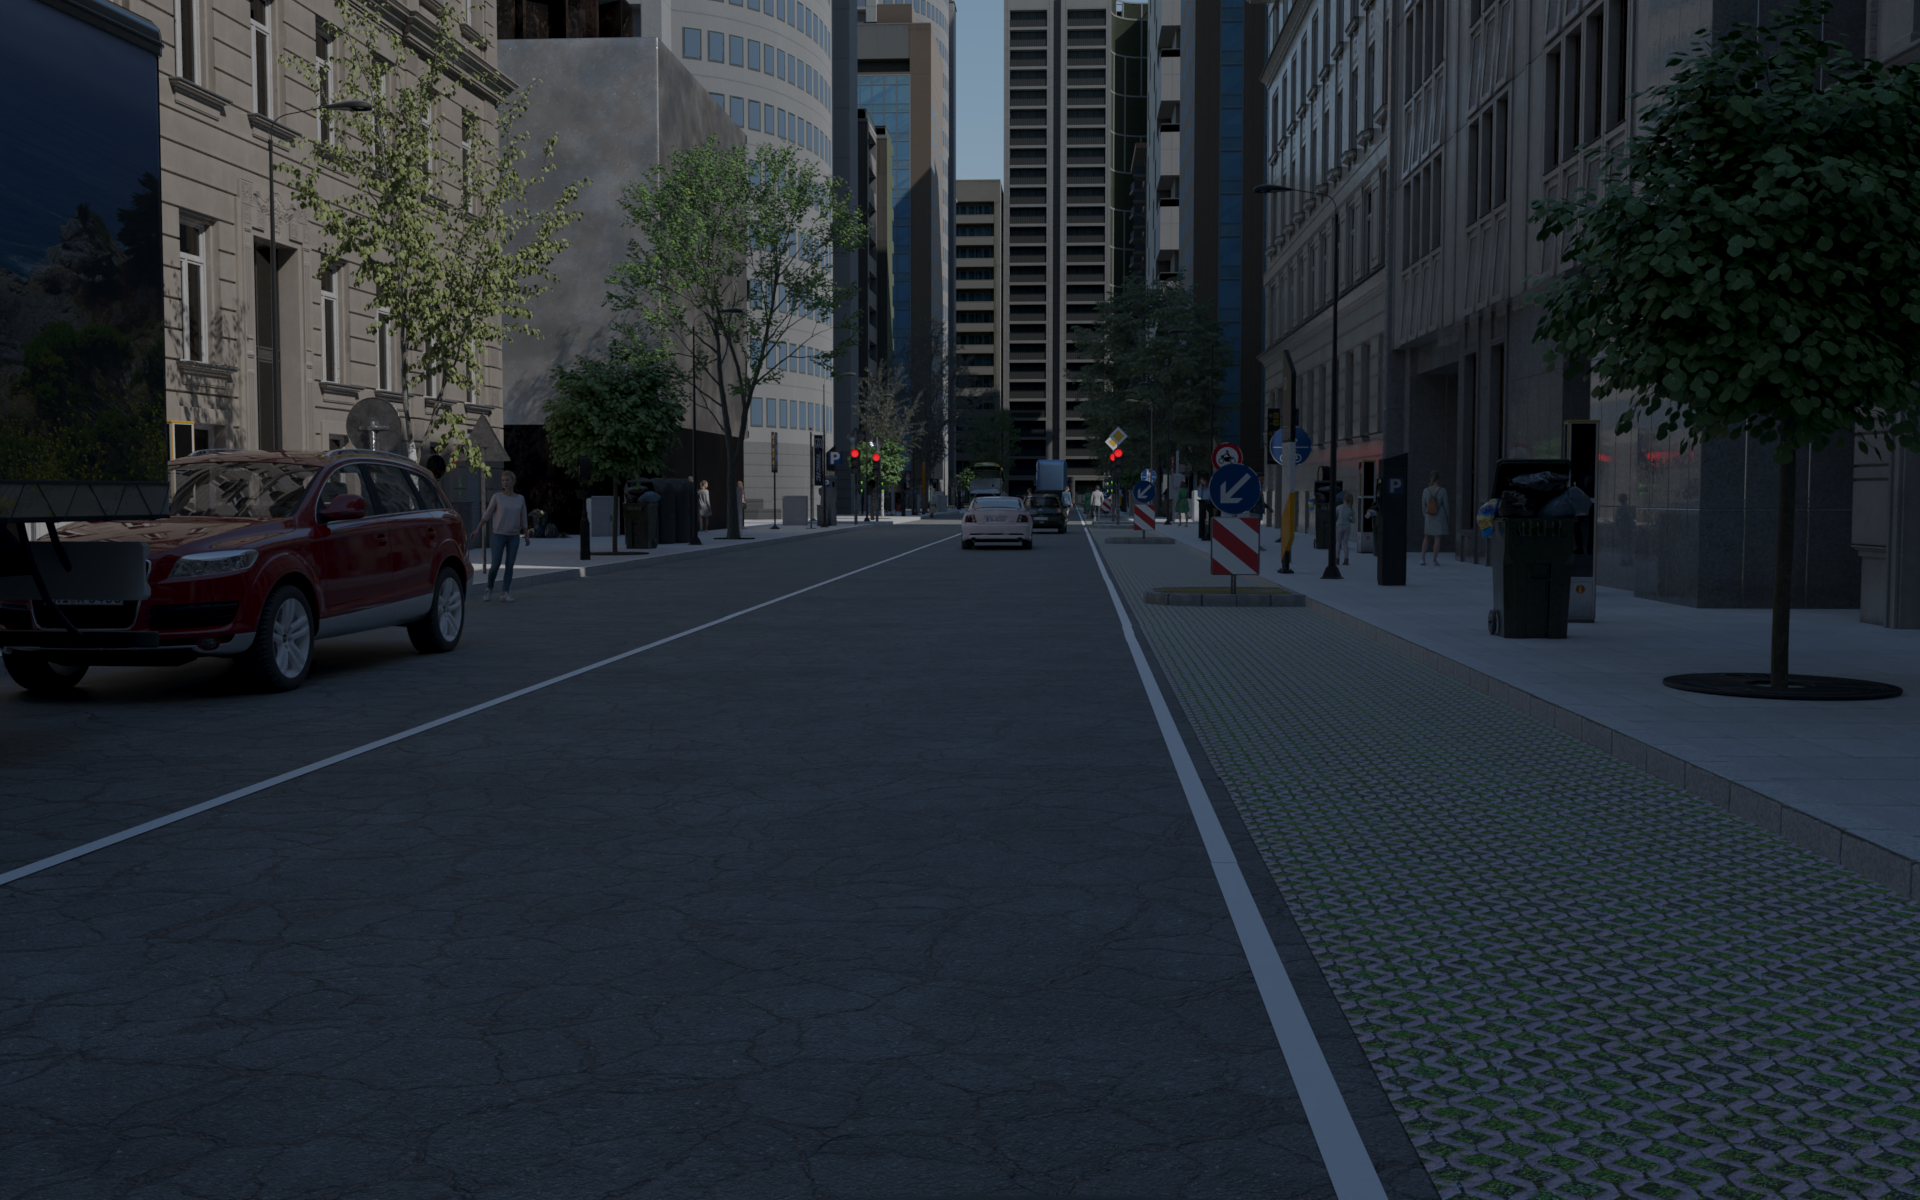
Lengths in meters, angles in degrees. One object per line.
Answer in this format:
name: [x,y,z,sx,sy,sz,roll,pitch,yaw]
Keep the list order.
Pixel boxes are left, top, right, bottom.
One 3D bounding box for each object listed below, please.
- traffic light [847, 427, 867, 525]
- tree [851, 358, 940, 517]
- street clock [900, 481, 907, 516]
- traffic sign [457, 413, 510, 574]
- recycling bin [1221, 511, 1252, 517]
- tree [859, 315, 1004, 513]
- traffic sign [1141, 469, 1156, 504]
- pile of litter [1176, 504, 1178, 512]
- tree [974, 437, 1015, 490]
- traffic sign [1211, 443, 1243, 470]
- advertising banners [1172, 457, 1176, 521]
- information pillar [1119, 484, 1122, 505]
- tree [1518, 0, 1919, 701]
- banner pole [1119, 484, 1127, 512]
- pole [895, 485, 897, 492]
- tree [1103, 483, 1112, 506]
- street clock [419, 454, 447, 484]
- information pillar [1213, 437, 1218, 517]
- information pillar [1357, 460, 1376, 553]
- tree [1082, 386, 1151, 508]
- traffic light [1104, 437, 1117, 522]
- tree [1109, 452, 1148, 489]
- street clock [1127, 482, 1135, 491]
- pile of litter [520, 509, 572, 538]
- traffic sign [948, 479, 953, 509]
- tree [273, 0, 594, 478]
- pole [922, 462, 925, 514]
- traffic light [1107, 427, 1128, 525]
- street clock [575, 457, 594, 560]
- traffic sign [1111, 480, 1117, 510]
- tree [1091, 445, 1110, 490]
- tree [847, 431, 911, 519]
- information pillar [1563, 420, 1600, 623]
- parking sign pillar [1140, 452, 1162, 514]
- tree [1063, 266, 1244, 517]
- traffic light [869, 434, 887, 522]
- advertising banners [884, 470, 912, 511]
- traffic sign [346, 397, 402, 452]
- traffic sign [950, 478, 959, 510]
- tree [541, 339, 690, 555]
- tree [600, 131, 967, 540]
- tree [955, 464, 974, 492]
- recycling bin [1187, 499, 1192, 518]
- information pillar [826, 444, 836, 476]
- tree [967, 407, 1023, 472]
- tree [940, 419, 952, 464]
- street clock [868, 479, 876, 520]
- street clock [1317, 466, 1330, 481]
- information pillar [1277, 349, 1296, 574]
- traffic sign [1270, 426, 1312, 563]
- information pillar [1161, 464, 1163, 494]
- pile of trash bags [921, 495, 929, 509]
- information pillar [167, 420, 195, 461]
traffic light: [-4.369,-5.136,72.892,0.839,4.253,0.868,0,4,4]
tree: [-4.052,-8.854,95.121,4.360,8.622,3.978,0,3,0]
street clock: [-3.261,-5.817,99.681,0.358,2.002,0.471,1,4,21]
traffic sign: [-7.654,-1.701,27.808,0.884,2.594,0.081,0,4,5]
recycling bin: [6.733,-1.809,42.127,0.722,1.027,0.722,1,4,11]
tree: [-2.231,-12.695,117.925,12.009,13.543,11.850,0,3,0]
traffic sign: [9.603,-5.389,88.209,0.768,2.556,0.104,0,4,4]
pile of litter: [15.472,-6.660,122.859,1.176,0.858,1.719,-3,4,-36]
tree: [4.184,-17.294,233.113,4.737,8.622,4.395,0,3,0]
traffic sign: [6.615,-2.619,42.925,0.768,2.556,0.104,1,4,13]
advertising banners: [10.194,-5.286,82.617,0.090,3.025,2.074,1,4,12]
information pillar: [12.170,-8.609,132.103,0.504,3.616,0.183,1,4,12]
tree: [5.432,-1.682,11.220,4.285,4.588,4.351,0,3,0]
banner pole: [11.578,-8.083,122.175,0.863,3.779,0.401,3,5,40]
pole: [-5.392,-9.246,145.020,0.158,3.312,0.155,0,3,0]
tree: [18.000,-12.807,203.992,1.663,3.219,1.824,0,3,0]
street clock: [-9.581,-1.647,31.493,0.358,2.002,0.471,2,4,35]
information pillar: [10.437,-4.852,70.682,0.183,3.616,0.504,-1,4,-15]
information pillar: [8.791,-2.017,37.473,0.304,2.012,0.304,0,4,-5]
tree: [15.166,-14.500,162.827,9.928,11.665,9.643,0,3,0]
traffic light: [7.082,-5.581,80.177,0.839,4.253,0.868,0,4,4]
tree: [11.628,-8.025,114.926,4.285,4.588,4.351,0,3,0]
street clock: [10.319,-6.109,104.447,0.471,2.002,0.358,3,5,40]
pile of litter: [-12.196,-2.237,50.548,1.719,0.858,1.176,2,4,24]
traffic sign: [-0.646,-8.823,144.357,0.768,2.556,0.104,1,4,11]
tree: [-7.811,-4.586,25.340,4.737,8.622,4.395,0,3,0]
pole: [-2.292,-7.029,108.765,0.158,3.312,0.155,0,3,0]
traffic light: [6.571,-5.094,72.208,0.839,4.253,0.868,0,4,4]
street clock: [-7.297,-1.780,33.671,0.358,2.002,0.471,-1,4,-18]
traffic sign: [12.874,-8.784,143.720,0.768,2.556,0.104,0,4,5]
tree: [17.992,-16.240,215.880,4.360,8.622,3.978,0,3,0]
tree: [-4.194,-6.481,89.679,4.285,4.588,4.351,0,3,0]
information pillar: [6.197,-0.785,17.321,0.304,2.012,0.304,1,4,12]
parking sign pillar: [11.832,-7.270,107.330,1.447,3.967,1.447,0,4,-4]
tree: [10.820,-11.602,96.344,9.857,13.997,8.962,0,3,0]
traffic light: [-3.858,-5.623,80.860,0.839,4.253,0.868,0,4,4]
advertising banners: [-4.598,-8.055,127.883,2.074,3.025,0.090,0,4,-5]
traffic sign: [-7.710,-1.387,22.781,0.768,2.556,0.104,0,4,6]
traffic sign: [-0.481,-8.624,141.101,0.768,2.556,0.104,0,4,8]
tree: [-7.346,-3.239,36.680,4.285,4.588,4.351,0,3,0]
tree: [-6.344,-7.531,48.883,9.928,11.665,9.643,0,3,0]
tree: [1.278,-12.378,186.089,4.285,4.588,4.351,0,3,0]
recycling bin: [12.568,-4.977,93.931,0.722,1.027,0.722,-3,4,-39]
information pillar: [-6.037,-5.506,81.370,0.504,3.616,0.183,1,4,14]
tree: [3.842,-17.079,204.990,9.928,11.665,9.643,0,3,0]
tree: [-2.305,-11.109,131.986,4.360,8.622,3.978,0,3,0]
street clock: [-4.284,-4.903,84.738,0.471,2.002,0.358,0,4,3]
street clock: [9.331,-2.438,44.431,0.358,2.002,0.471,0,4,-5]
information pillar: [5.283,-2.233,27.863,0.183,3.616,0.504,0,4,-5]
traffic sign: [6.145,-1.966,32.242,0.768,2.556,0.104,0,4,8]
information pillar: [14.484,-8.135,124.369,0.183,3.616,0.504,2,4,24]
pile of trash bags: [-2.732,-8.854,154.513,1.912,1.369,3.447,-1,4,-19]
information pillar: [-7.927,-0.794,17.467,0.304,2.012,0.304,1,4,19]
